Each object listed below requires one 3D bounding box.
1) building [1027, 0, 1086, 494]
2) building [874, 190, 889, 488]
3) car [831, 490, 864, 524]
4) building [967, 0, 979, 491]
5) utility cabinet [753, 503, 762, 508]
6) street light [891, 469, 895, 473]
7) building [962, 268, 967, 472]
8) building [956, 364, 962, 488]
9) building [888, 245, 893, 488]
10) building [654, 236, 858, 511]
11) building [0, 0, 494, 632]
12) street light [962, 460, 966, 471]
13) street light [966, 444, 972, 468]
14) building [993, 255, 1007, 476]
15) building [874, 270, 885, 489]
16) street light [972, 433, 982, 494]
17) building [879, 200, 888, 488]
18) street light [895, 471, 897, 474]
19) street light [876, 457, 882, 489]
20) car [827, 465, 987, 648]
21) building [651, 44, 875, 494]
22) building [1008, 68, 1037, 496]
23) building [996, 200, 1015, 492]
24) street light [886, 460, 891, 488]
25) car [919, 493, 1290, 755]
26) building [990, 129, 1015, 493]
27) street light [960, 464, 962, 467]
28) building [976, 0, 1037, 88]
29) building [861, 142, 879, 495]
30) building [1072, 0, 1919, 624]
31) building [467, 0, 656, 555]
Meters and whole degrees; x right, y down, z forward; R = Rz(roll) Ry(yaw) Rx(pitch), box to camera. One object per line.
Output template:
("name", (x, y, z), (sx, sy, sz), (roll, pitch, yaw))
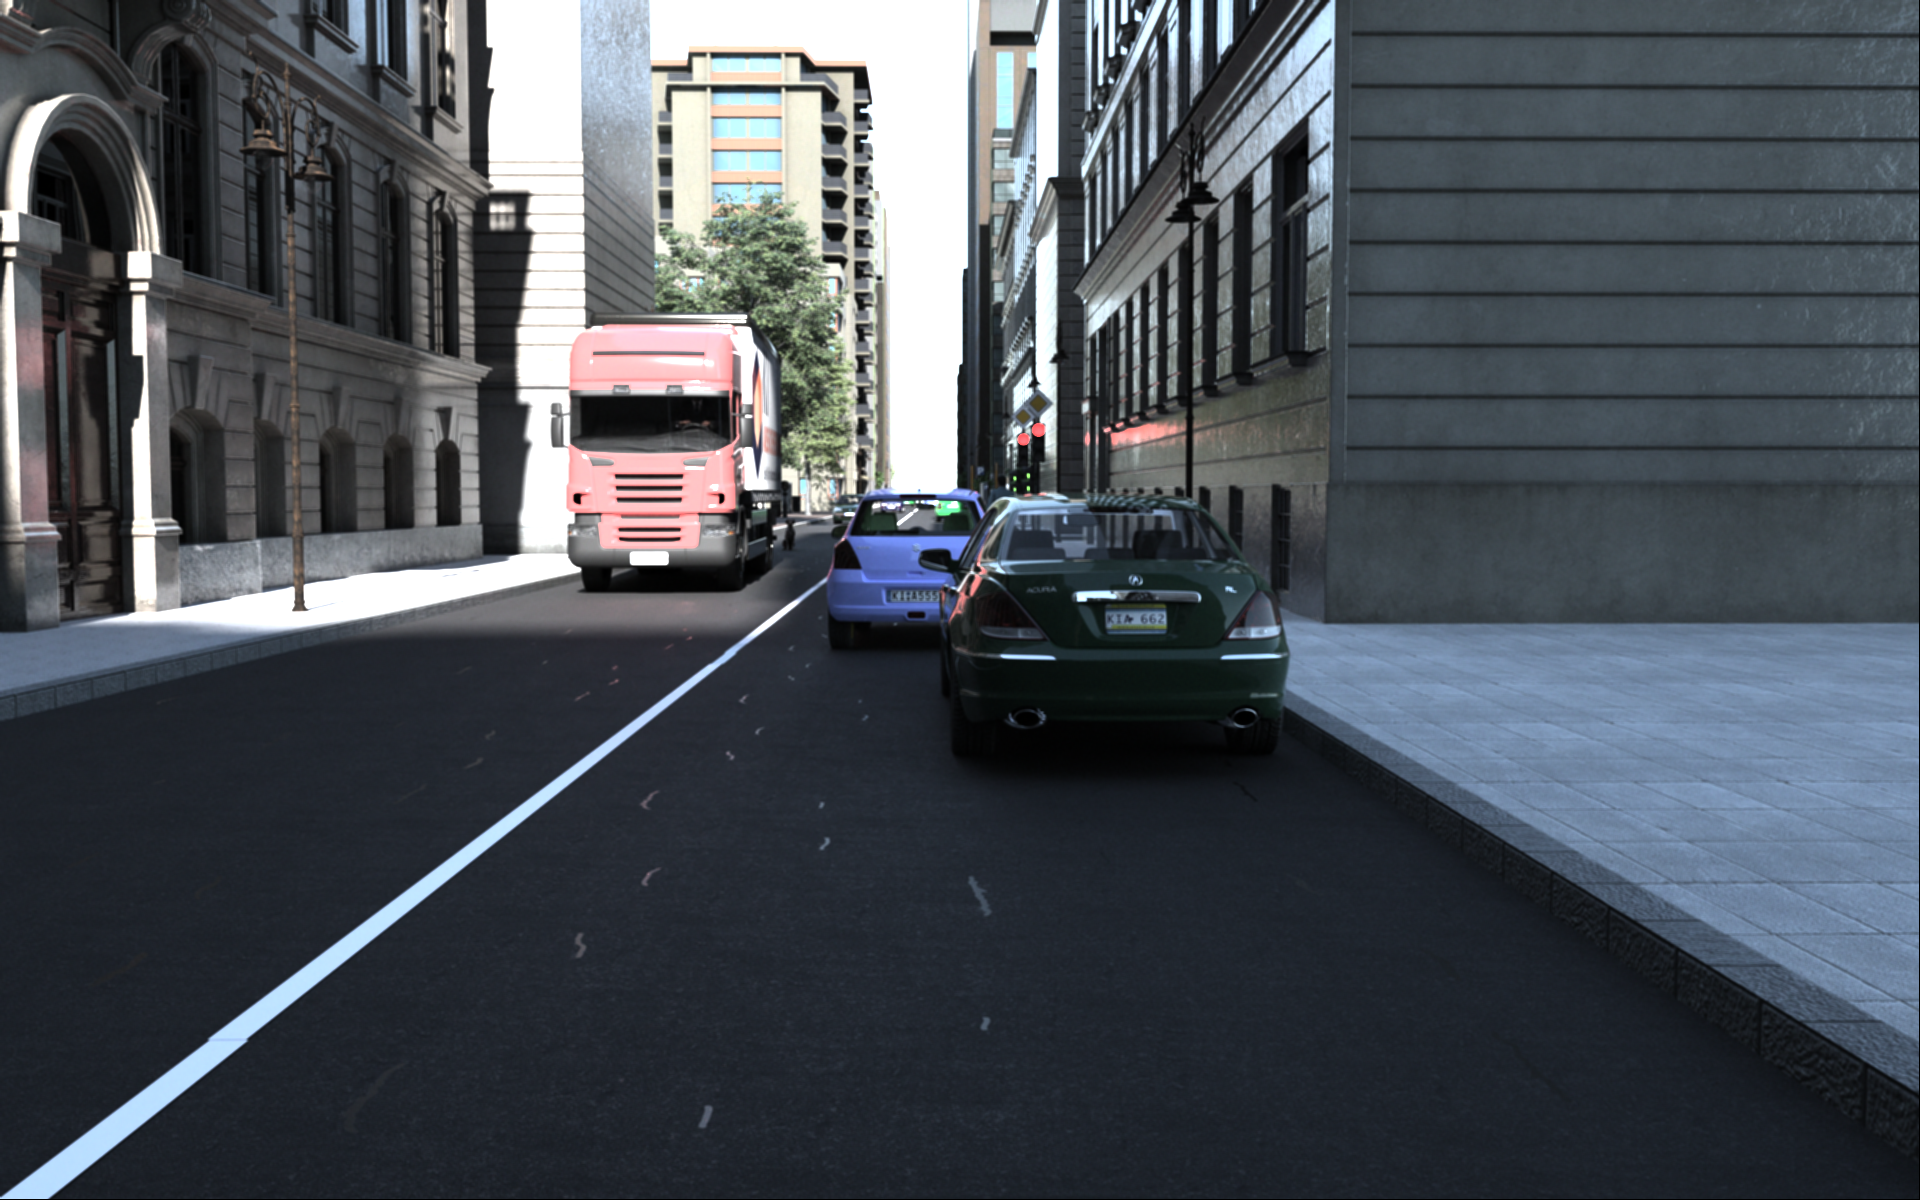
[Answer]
("building", (15.043, -16.062, 59.877), (25.104, 27.353, 12.463), (0, 4, -1))
("building", (-17.826, -37.431, 262.103), (14.600, 45.320, 14.200), (0, 4, -1))
("car", (-5.186, -4.522, 83.717), (2.009, 1.686, 4.222), (0, 4, 0))
("building", (11.195, -38.788, 176.190), (21.231, 58.520, 28.212), (0, 4, -1))
("utility cabinet", (-8.316, -3.612, 67.728), (1.173, 1.500, 0.318), (-1, 4, -9))
("street light", (-10.391, -17.660, 261.534), (0.468, 5.910, 1.993), (0, 4, -1))
("building", (7.200, -27.518, 221.619), (14.160, 30.474, 14.107), (0, 4, -1))
("building", (13.472, -24.403, 244.021), (27.650, 21.520, 28.899), (0, 4, -1))
("building", (-18.041, -36.277, 276.717), (14.154, 41.232, 14.086), (0, 4, -1))
("building", (-23.001, -18.292, 144.107), (27.650, 21.520, 28.899), (0, 4, -1))
("building", (-14.455, -12.096, 16.862), (14.460, 24.649, 34.723), (0, 4, -1))
("street light", (0.729, -12.763, 181.461), (0.468, 5.910, 1.993), (0, 4, -1))
("street light", (1.019, -11.277, 157.174), (0.468, 5.910, 1.993), (0, 4, -1))
("building", (8.413, -17.279, 118.675), (11.583, 22.565, 21.152), (0, 4, -1))
("building", (-16.816, -27.401, 219.701), (14.160, 30.474, 14.107), (0, 4, -1))
("street light", (1.396, -9.811, 133.193), (0.468, 5.910, 1.993), (0, 4, -1))
("building", (-17.473, -33.660, 233.940), (14.154, 41.232, 14.086), (0, 4, -1))
("street light", (-10.665, -19.114, 285.308), (0.468, 5.910, 1.993), (0, 4, -1))
("street light", (-9.832, -14.752, 213.987), (0.468, 5.910, 1.993), (0, 4, -1))
("car", (-0.358, -0.477, 17.387), (1.945, 1.707, 3.694), (0, 4, 1))
("building", (-19.815, -31.665, 172.349), (22.147, 44.769, 28.867), (0, 4, -1))
("building", (7.484, -14.106, 79.786), (9.793, 20.994, 18.267), (0, 4, -1))
("building", (7.621, -14.310, 98.588), (10.561, 19.102, 19.286), (0, 4, -1))
("street light", (-10.065, -16.206, 237.761), (0.468, 5.910, 1.993), (0, 4, -1))
("car", (0.807, 0.051, 10.964), (2.131, 1.459, 4.920), (0, 4, -2))
("building", (9.415, -22.533, 140.108), (14.160, 30.474, 14.107), (0, 4, -1))
("street light", (0.373, -14.236, 205.545), (0.468, 5.910, 1.993), (0, 4, -1))
("building", (8.438, -30.824, 154.088), (14.600, 45.320, 14.200), (0, 4, -1))
("building", (-16.859, -31.299, 195.335), (14.154, 41.232, 14.086), (0, 4, -1))
("building", (10.675, -12.075, 30.714), (16.112, 22.955, 30.059), (0, 4, -1))
("building", (-16.785, -11.705, 40.529), (18.267, 20.994, 9.793), (0, 4, -1))
